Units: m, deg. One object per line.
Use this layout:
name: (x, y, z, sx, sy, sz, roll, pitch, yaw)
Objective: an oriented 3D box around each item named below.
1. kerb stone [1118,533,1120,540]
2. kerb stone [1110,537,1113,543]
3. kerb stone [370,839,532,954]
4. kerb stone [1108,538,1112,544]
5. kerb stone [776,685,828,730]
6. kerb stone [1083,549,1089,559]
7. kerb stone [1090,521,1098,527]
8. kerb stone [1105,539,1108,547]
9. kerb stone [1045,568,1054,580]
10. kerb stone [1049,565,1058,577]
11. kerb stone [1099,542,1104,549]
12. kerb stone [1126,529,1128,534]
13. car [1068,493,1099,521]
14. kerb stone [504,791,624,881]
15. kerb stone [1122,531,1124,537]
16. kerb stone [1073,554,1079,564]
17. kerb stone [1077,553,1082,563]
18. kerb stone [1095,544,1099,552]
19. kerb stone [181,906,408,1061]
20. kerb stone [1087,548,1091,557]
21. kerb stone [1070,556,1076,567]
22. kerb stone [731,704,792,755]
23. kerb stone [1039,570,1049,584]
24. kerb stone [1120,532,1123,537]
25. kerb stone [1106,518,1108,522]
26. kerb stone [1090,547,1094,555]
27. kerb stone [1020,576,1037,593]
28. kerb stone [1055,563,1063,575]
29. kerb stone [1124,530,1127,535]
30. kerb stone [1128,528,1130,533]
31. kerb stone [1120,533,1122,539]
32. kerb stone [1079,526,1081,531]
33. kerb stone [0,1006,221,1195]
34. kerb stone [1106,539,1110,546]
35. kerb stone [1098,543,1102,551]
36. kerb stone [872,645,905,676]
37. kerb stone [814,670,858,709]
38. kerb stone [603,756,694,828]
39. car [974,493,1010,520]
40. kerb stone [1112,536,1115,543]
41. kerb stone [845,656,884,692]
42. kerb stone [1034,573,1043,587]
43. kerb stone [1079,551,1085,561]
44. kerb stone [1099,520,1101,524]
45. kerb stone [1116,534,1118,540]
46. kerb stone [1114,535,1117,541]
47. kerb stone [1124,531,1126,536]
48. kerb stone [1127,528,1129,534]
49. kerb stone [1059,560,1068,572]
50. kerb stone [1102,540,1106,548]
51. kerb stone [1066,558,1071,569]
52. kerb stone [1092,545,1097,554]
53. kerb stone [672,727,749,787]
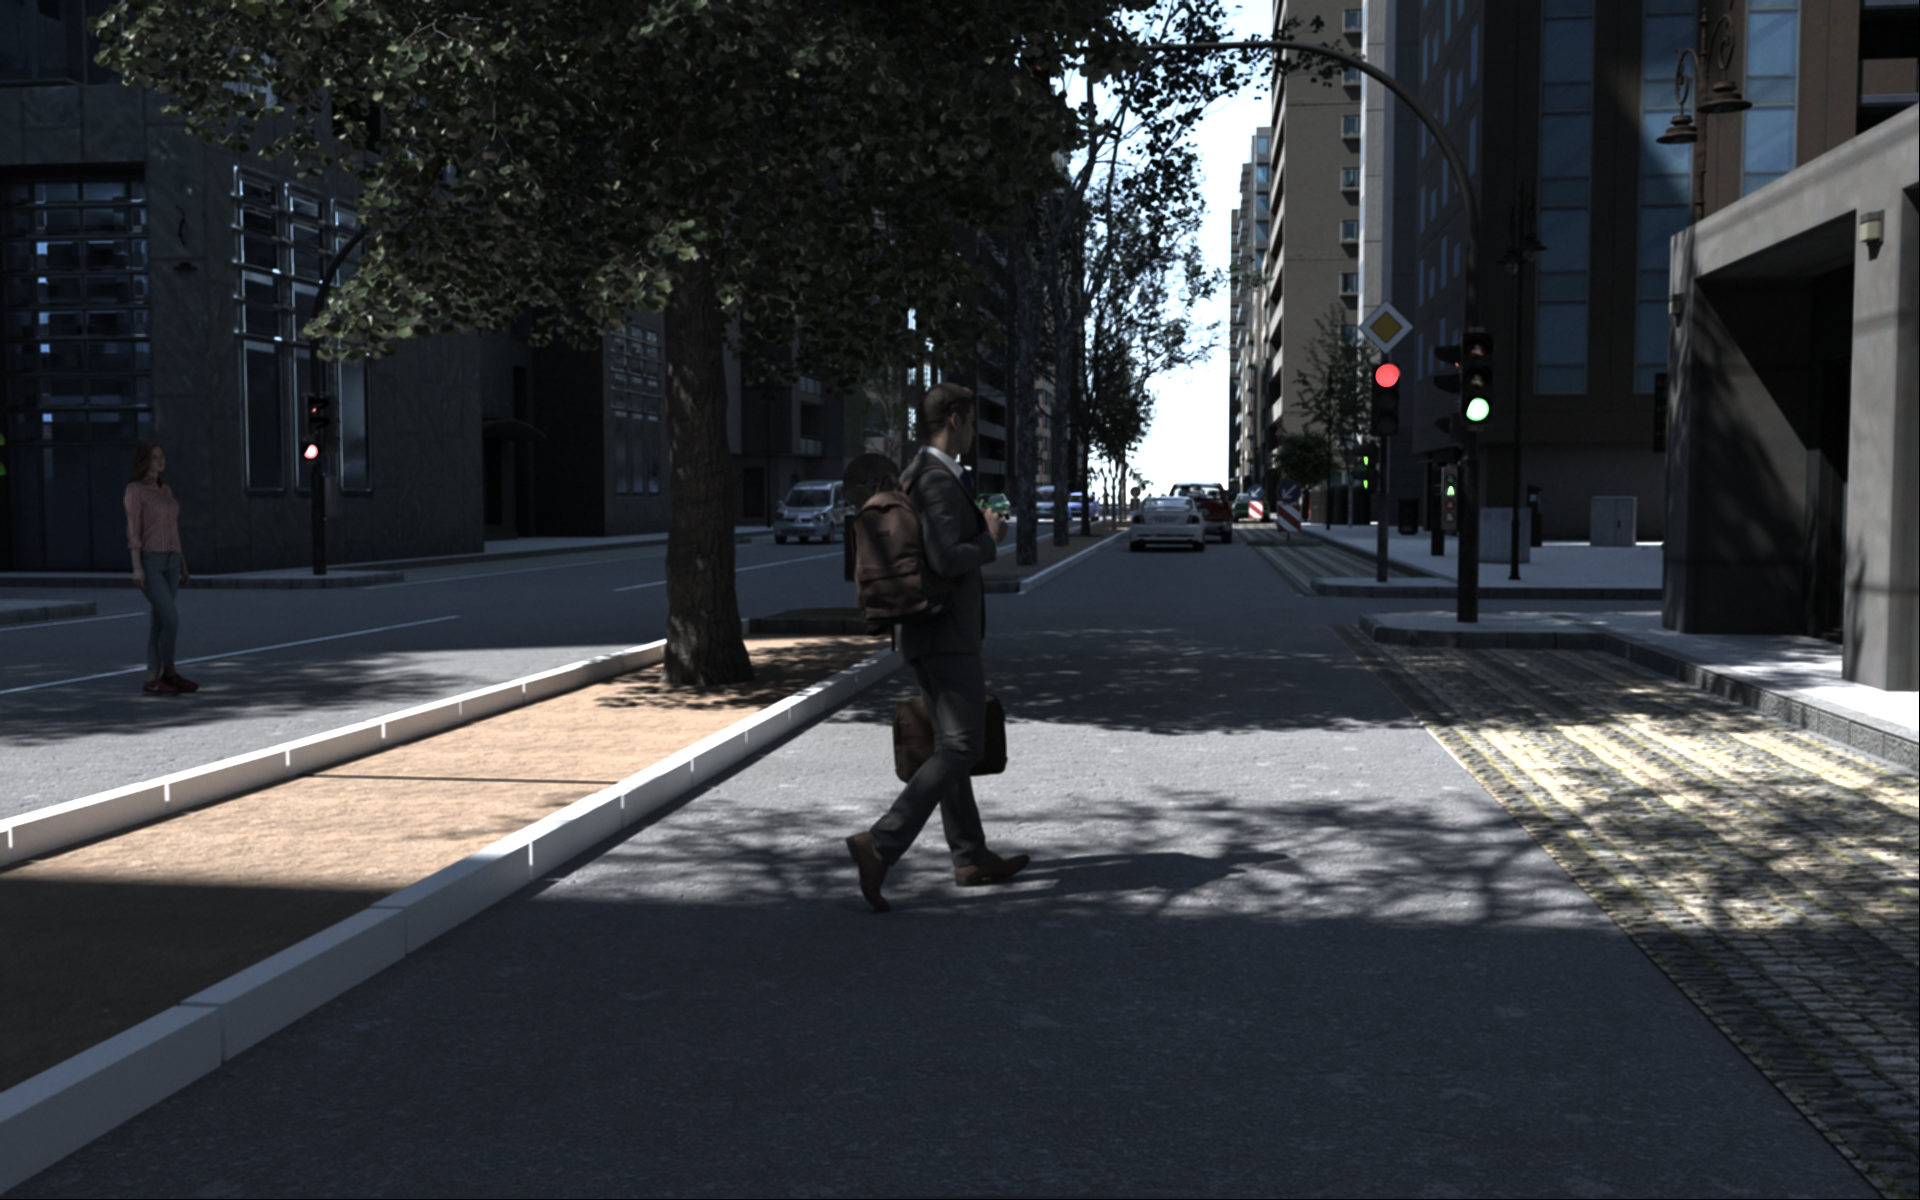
kerb stone: (4.751, -1.892, 53.137, 0.120, 0.150, 1.000, 0, 4, 8)
kerb stone: (4.191, -1.644, 49.077, 0.120, 0.150, 1.000, 0, 4, 8)
kerb stone: (-1.712, 0.997, 5.890, 0.120, 0.150, 1.000, 0, 4, 8)
kerb stone: (4.060, -1.582, 48.063, 0.120, 0.150, 1.000, 0, 4, 8)
kerb stone: (-1.020, 0.687, 10.970, 0.120, 0.150, 1.000, 0, 4, 8)
kerb stone: (2.667, -0.960, 37.897, 0.120, 0.150, 1.000, 0, 4, 8)
kerb stone: (6.004, -3.401, 77.809, 0.120, 0.150, 1.000, 0, 4, 8)
kerb stone: (3.772, -1.457, 46.025, 0.120, 0.150, 1.000, 0, 4, 8)
kerb stone: (1.414, -0.400, 28.738, 0.120, 0.150, 1.000, 0, 4, 8)
kerb stone: (1.546, -0.462, 29.754, 0.120, 0.150, 1.000, 0, 4, 8)
kerb stone: (3.500, -1.333, 43.994, 0.120, 0.150, 1.000, 0, 4, 8)
kerb stone: (5.589, -2.266, 59.238, 0.120, 0.150, 1.000, 0, 4, 8)
car: (6.460, -5.056, 92.256, 1.945, 1.707, 3.694, 1, 4, 10)
kerb stone: (-1.574, 0.935, 6.913, 0.120, 0.150, 1.000, 0, 4, 8)
kerb stone: (5.171, -2.079, 56.188, 0.120, 0.150, 1.000, 0, 4, 8)
kerb stone: (2.246, -0.772, 34.831, 0.120, 0.150, 1.000, 0, 4, 8)
kerb stone: (2.386, -0.835, 35.852, 0.120, 0.150, 1.000, 0, 4, 8)
kerb stone: (3.225, -1.209, 41.966, 0.120, 0.150, 1.000, 0, 4, 8)
kerb stone: (-1.846, 1.062, 4.875, 0.120, 0.150, 1.000, 0, 4, 8)
kerb stone: (2.806, -1.023, 38.915, 0.120, 0.150, 1.000, 0, 4, 8)
kerb stone: (2.114, -0.711, 33.812, 0.120, 0.150, 1.000, 0, 4, 8)
kerb stone: (-1.155, 0.751, 9.954, 0.120, 0.150, 1.000, 0, 4, 8)
kerb stone: (1.281, -0.338, 27.717, 0.120, 0.150, 1.000, 0, 4, 8)
kerb stone: (5.031, -2.017, 55.173, 0.120, 0.150, 1.000, 0, 4, 8)
kerb stone: (7.114, -3.894, 85.928, 0.120, 0.150, 1.000, 0, 4, 8)
kerb stone: (2.938, -1.085, 39.929, 0.120, 0.150, 1.000, 0, 4, 8)
kerb stone: (0.996, -0.213, 25.693, 0.120, 0.150, 1.000, 0, 4, 8)
kerb stone: (1.694, -0.524, 30.768, 0.120, 0.150, 1.000, 0, 4, 8)
kerb stone: (5.453, -2.195, 58.225, 0.120, 0.150, 1.000, 0, 4, 8)
kerb stone: (5.858, -2.390, 61.268, 0.120, 0.150, 1.000, 0, 4, 8)
kerb stone: (4.893, -1.955, 54.159, 0.120, 0.150, 1.000, 0, 4, 8)
kerb stone: (4.474, -2.718, 66.640, 0.120, 0.150, 1.000, 0, 4, 8)
kerb stone: (-1.980, 1.125, 3.852, 0.120, 0.150, 1.000, 0, 4, 8)
kerb stone: (3.914, -1.518, 47.037, 0.120, 0.150, 1.000, 0, 4, 8)
kerb stone: (3.363, -1.271, 42.979, 0.120, 0.150, 1.000, 0, 4, 8)
kerb stone: (-0.603, 0.500, 14.014, 0.120, 0.150, 1.000, 0, 4, 8)
kerb stone: (-0.878, 0.625, 11.983, 0.120, 0.150, 1.000, 0, 4, 8)
kerb stone: (-1.432, 0.877, 7.925, 0.120, 0.150, 1.000, 0, 4, 8)
car: (1.719, -5.349, 96.256, 1.959, 1.807, 4.718, 1, 4, 9)
kerb stone: (4.334, -1.706, 50.090, 0.120, 0.150, 1.000, 0, 4, 8)
kerb stone: (-0.737, 0.564, 12.998, 0.120, 0.150, 1.000, 0, 4, 8)
kerb stone: (1.136, -0.272, 26.705, 0.120, 0.150, 1.000, 0, 4, 8)
kerb stone: (2.523, -0.895, 36.869, 0.120, 0.150, 1.000, 0, 4, 8)
kerb stone: (6.278, -3.525, 79.836, 0.120, 0.150, 1.000, 0, 4, 8)
kerb stone: (4.608, -1.826, 52.118, 0.120, 0.150, 1.000, 0, 4, 8)
kerb stone: (4.475, -1.768, 51.103, 0.120, 0.150, 1.000, 0, 4, 8)
kerb stone: (5.305, -2.134, 57.214, 0.120, 0.150, 1.000, 0, 4, 8)
kerb stone: (5.722, -2.328, 60.255, 0.120, 0.150, 1.000, 0, 4, 8)
kerb stone: (1.832, -0.587, 31.786, 0.120, 0.150, 1.000, 0, 4, 8)
kerb stone: (3.643, -1.395, 45.007, 0.120, 0.150, 1.000, 0, 4, 8)
kerb stone: (1.967, -0.648, 32.801, 0.120, 0.150, 1.000, 0, 4, 8)
kerb stone: (3.087, -1.147, 40.954, 0.120, 0.150, 1.000, 0, 4, 8)
kerb stone: (-1.292, 0.811, 8.938, 0.120, 0.150, 1.000, 0, 4, 8)
